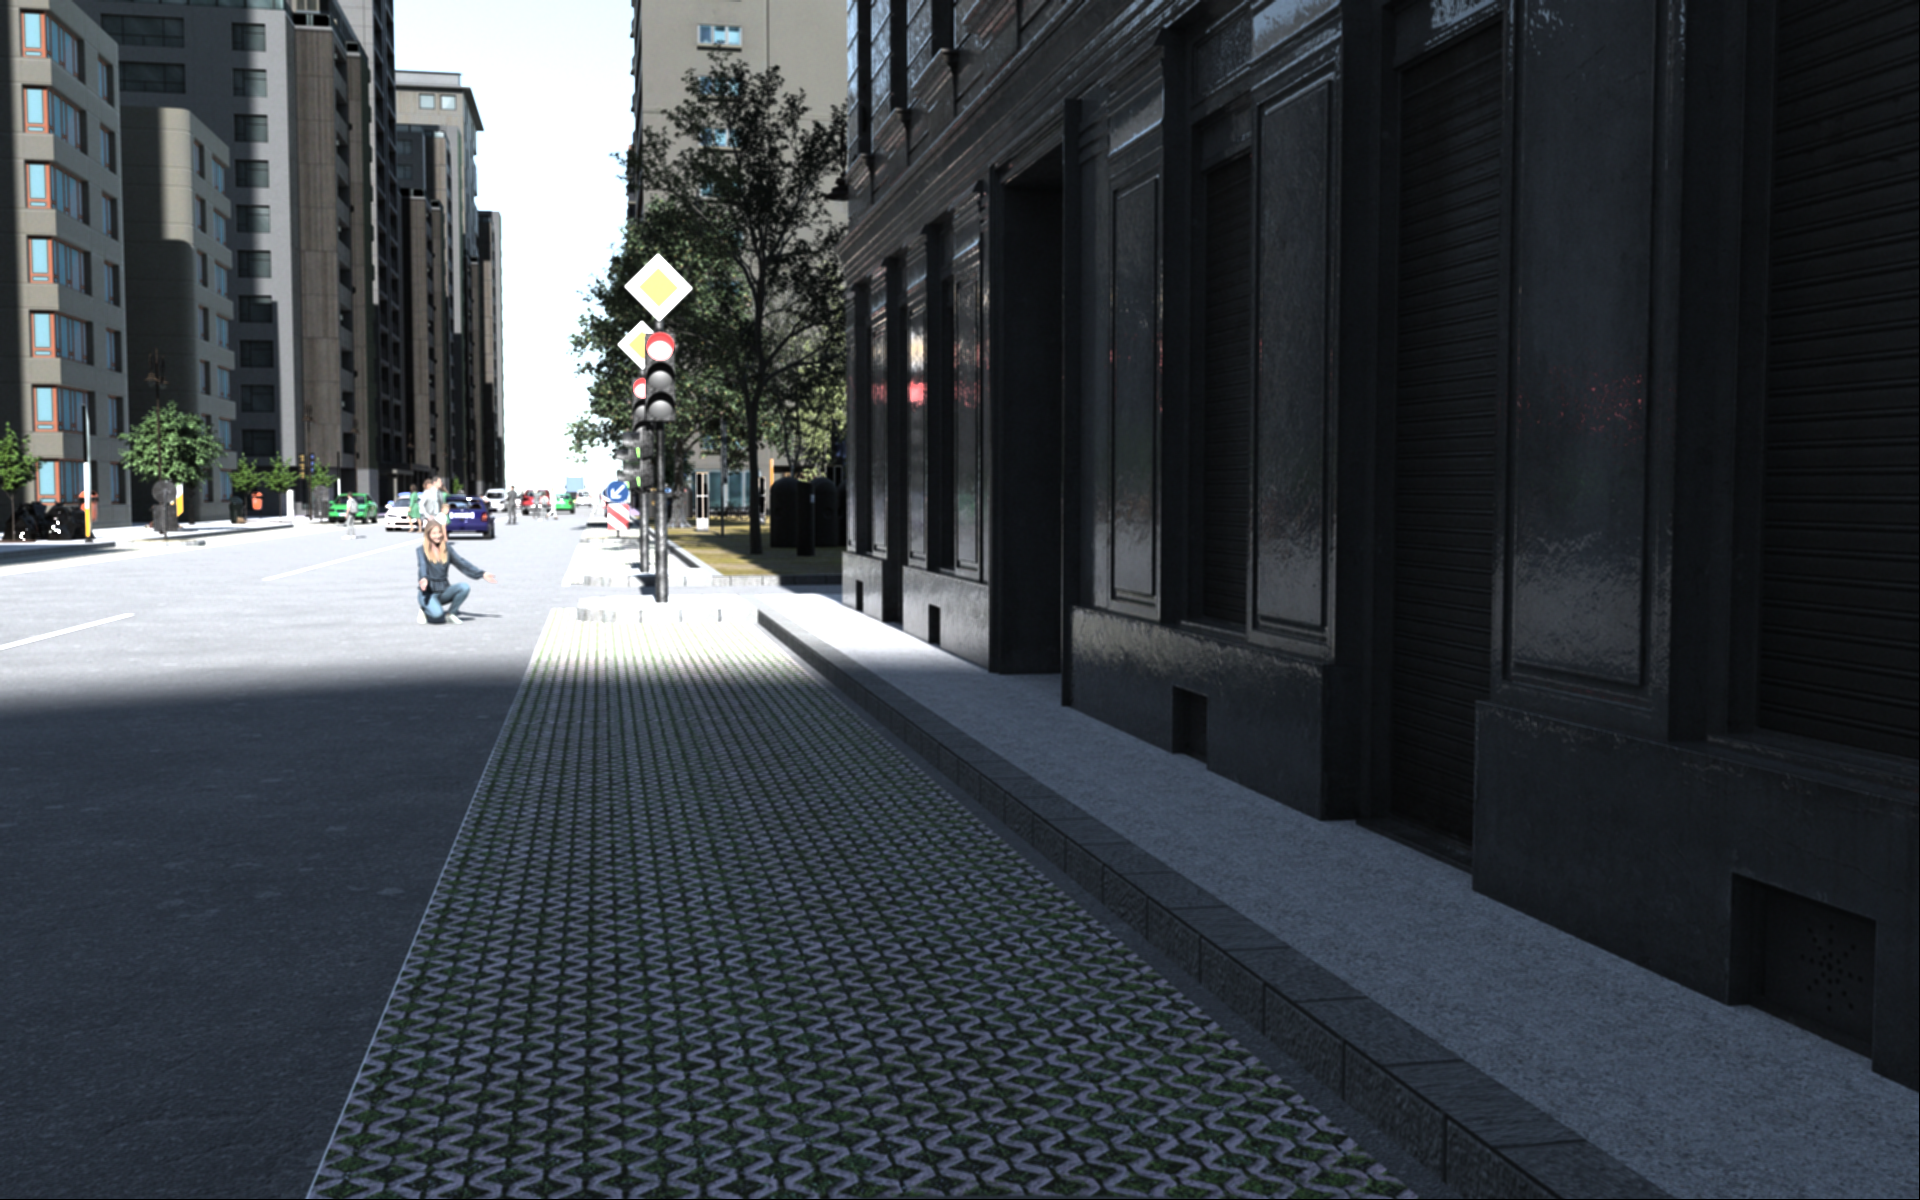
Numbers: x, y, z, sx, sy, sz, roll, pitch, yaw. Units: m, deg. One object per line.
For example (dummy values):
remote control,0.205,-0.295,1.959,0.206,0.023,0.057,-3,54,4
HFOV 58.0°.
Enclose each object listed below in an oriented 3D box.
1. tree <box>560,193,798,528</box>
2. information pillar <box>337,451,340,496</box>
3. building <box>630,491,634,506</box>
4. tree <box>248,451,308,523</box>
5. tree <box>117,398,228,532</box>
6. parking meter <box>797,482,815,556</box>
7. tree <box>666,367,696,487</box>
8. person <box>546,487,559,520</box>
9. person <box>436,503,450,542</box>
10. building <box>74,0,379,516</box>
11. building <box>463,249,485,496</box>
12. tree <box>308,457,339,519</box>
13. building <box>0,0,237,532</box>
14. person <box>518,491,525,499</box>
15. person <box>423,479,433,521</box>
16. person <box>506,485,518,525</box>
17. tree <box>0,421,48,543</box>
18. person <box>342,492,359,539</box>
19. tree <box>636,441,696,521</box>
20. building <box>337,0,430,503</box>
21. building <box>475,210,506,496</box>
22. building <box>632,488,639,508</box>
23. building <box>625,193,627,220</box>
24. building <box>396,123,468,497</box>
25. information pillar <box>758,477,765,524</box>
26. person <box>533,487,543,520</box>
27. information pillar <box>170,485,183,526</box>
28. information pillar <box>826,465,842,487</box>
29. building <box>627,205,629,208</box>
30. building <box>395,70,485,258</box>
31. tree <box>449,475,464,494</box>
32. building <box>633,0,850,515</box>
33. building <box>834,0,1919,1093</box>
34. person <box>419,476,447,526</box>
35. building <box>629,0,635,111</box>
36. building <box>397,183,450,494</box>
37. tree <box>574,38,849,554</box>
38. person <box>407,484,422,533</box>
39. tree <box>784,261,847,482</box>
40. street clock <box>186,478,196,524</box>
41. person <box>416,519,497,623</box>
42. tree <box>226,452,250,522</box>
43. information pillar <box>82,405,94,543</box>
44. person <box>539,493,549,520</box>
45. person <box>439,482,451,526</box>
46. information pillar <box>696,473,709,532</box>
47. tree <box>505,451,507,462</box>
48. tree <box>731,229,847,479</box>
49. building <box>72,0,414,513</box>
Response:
tree,-10.586,-9.083,65.510,9.611,12.733,9.660,0,3,0
information pillar,-33.925,-6.317,94.632,0.183,3.616,0.504,-1,4,-17
building,-30.044,-25.839,194.173,14.160,30.474,14.107,-1,4,-12
tree,-30.451,-5.062,77.371,1.663,3.219,1.824,0,3,0
tree,-26.782,-4.613,59.138,4.285,4.588,4.351,0,3,0
parking meter,-3.205,-1.686,35.982,0.372,1.533,0.369,0,3,0
tree,-15.863,-8.752,93.465,4.360,8.622,3.978,0,3,0
person,-22.931,-5.438,97.296,0.818,1.842,0.514,-2,4,-29
person,-10.338,-1.310,34.604,0.352,1.250,0.332,0,4,1
building,-43.420,-20.331,104.112,14.160,30.474,14.107,-1,4,-12
building,-63.034,-26.237,200.682,14.160,30.474,14.107,-1,4,-12
tree,-33.712,-5.892,90.932,1.663,3.219,1.824,0,3,0
building,-46.999,-13.747,69.795,27.650,21.520,28.899,-1,4,-12
person,-40.924,-9.387,162.705,1.217,1.736,0.721,0,4,-1
person,-12.443,-1.973,41.039,0.573,1.790,0.520,-2,4,-30
person,-21.143,-4.476,81.482,0.447,1.846,0.655,2,4,30
tree,-25.253,-3.135,45.858,1.663,3.219,1.824,0,3,0
person,-19.621,-2.730,55.738,0.523,1.515,0.503,-1,4,-16
tree,-14.261,-6.016,82.076,4.285,4.588,4.351,0,3,0
building,-55.451,-43.098,142.902,20.563,71.187,20.611,-1,4,-12
building,-71.321,-34.149,241.922,14.154,41.232,14.086,-1,4,-12
building,-15.462,-29.112,167.854,32.217,40.220,23.993,-1,4,-12
building,-30.169,-34.316,215.696,22.147,44.769,28.867,-1,4,-12
building,-60.881,-30.703,185.583,14.154,41.232,14.086,-1,4,-12
information pillar,-8.664,-4.330,75.282,0.304,2.012,0.304,-2,4,-30
person,-23.450,-5.348,96.121,0.526,1.800,0.537,-1,4,-16
information pillar,-31.315,-4.757,69.135,0.183,3.616,0.504,3,5,42
information pillar,-3.236,-2.451,44.572,0.304,2.012,0.304,3,5,39
building,-35.539,-38.268,245.288,23.786,49.044,30.456,-1,4,-12
building,-75.275,-38.503,218.758,28.713,52.752,27.495,-1,4,-12
tree,-50.702,-11.004,174.509,1.663,3.219,1.824,0,3,0
building,-10.506,-30.044,114.926,21.300,48.544,21.600,-1,4,-12
building,5.027,-9.947,11.781,9.793,20.994,18.267,-1,4,-12
person,-11.094,-1.709,36.541,0.391,1.810,0.635,1,4,17
building,-15.200,-29.697,140.175,22.147,44.769,28.867,-1,4,-12
building,-55.794,-23.857,161.769,14.160,30.474,14.107,-1,4,-12
tree,-4.641,-6.250,36.594,7.601,10.594,8.767,-3,5,-40
person,-20.302,-3.406,64.441,0.529,1.795,0.600,0,4,-2
tree,-3.316,-6.292,53.242,4.737,8.622,4.395,0,3,0
street clock,-32.643,-4.218,73.537,0.471,2.002,0.358,-3,5,-39
person,-5.645,-0.317,19.176,1.012,1.151,0.738,-3,5,-41
tree,-33.130,-5.226,80.044,1.663,3.219,1.824,0,3,0
information pillar,-23.088,-3.331,45.824,0.183,3.616,0.504,-1,4,-18
person,-22.673,-5.088,94.282,0.523,1.515,0.503,2,4,24
person,-14.415,-2.401,47.996,0.600,1.795,0.529,-1,4,-16
information pillar,-8.821,-3.352,59.290,0.304,2.012,0.304,2,4,31
tree,-68.342,-18.568,253.952,4.360,8.622,3.978,0,3,0
tree,-4.589,-5.970,47.977,4.360,8.622,3.978,0,3,0
building,-55.880,-26.247,121.024,32.217,40.220,23.993,-1,4,-12
